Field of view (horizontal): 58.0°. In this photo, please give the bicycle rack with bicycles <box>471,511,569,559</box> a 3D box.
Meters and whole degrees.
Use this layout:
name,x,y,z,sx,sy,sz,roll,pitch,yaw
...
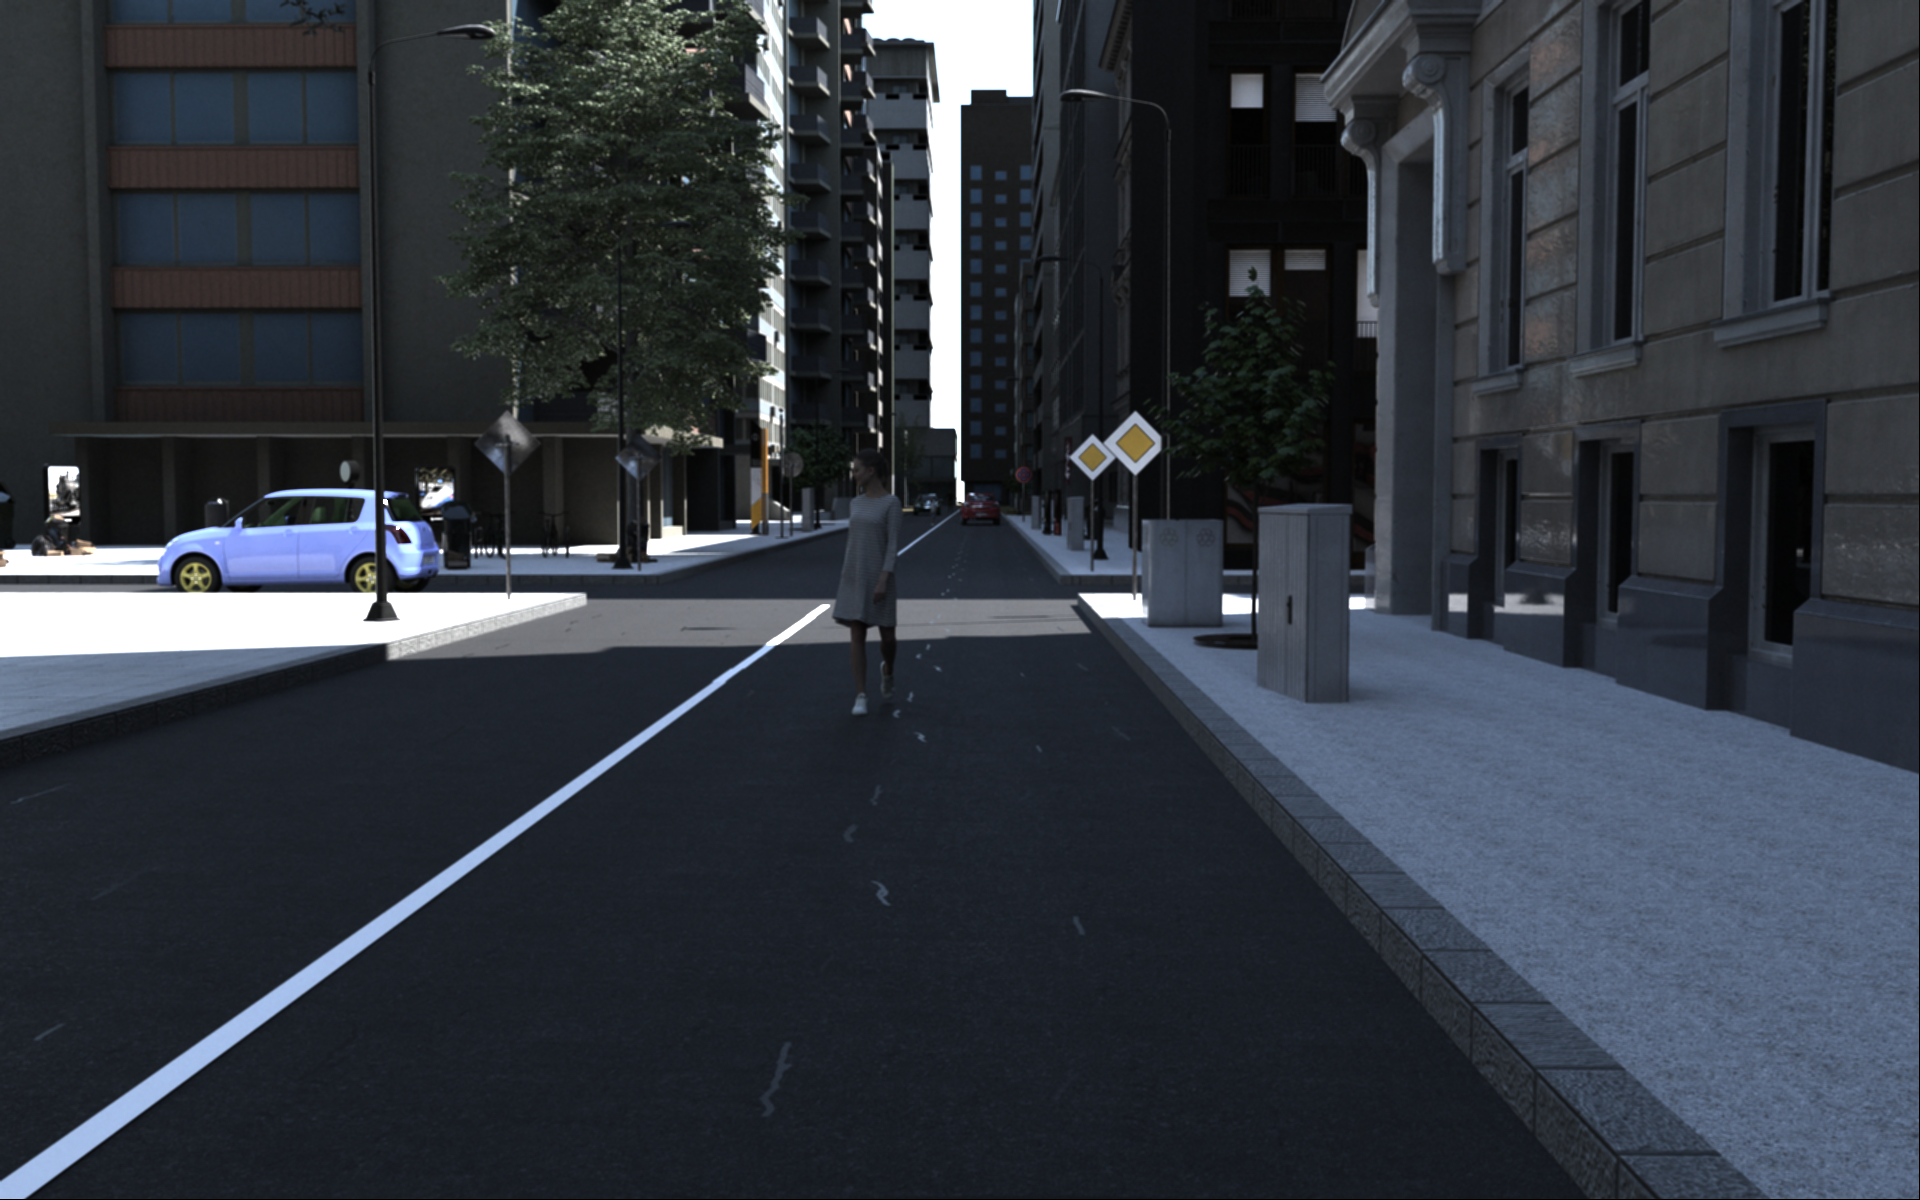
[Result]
name,x,y,z,sx,sy,sz,roll,pitch,yaw
bicycle rack with bicycles,-9.032,-1.337,35.244,2.852,0.926,2.925,-1,4,-11

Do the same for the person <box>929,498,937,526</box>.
name,x,y,z,sx,sy,sz,roll,pitch,yaw
person,-1.220,-4.003,78.628,0.352,1.250,0.332,0,4,-7

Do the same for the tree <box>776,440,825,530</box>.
name,x,y,z,sx,sy,sz,roll,pitch,yaw
tree,-5.546,-4.105,61.714,1.663,3.219,1.824,0,3,0

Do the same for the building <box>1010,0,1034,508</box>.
name,x,y,z,sx,sy,sz,roll,pitch,yaw
building,15.259,-44.585,167.219,20.563,71.187,20.611,0,4,1

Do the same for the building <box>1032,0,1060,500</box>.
name,x,y,z,sx,sy,sz,roll,pitch,yaw
building,15.939,-30.202,117.508,21.300,48.544,21.600,0,4,1

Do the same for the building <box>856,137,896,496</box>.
name,x,y,z,sx,sy,sz,roll,pitch,yaw
building,-12.612,-22.526,139.994,14.160,30.474,14.107,0,4,1

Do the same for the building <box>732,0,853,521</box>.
name,x,y,z,sx,sy,sz,roll,pitch,yaw
building,-22.034,-24.301,89.204,32.217,40.220,23.993,0,4,1

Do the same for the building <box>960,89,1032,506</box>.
name,x,y,z,sx,sy,sz,roll,pitch,yaw
building,7.195,-33.328,195.025,14.200,45.320,14.600,0,4,1

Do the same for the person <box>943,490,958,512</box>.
name,x,y,z,sx,sy,sz,roll,pitch,yaw
person,-0.754,-7.930,138.672,1.217,1.766,0.721,0,4,4

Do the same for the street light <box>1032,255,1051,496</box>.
name,x,y,z,sx,sy,sz,roll,pitch,yaw
street light,2.207,-3.750,33.850,1.470,5.913,1.316,0,4,1

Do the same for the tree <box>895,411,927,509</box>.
name,x,y,z,sx,sy,sz,roll,pitch,yaw
tree,-4.634,-12.345,152.205,4.737,8.622,4.395,0,3,0

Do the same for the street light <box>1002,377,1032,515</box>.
name,x,y,z,sx,sy,sz,roll,pitch,yaw
street light,2.519,-5.906,69.097,1.470,5.913,1.316,0,4,1

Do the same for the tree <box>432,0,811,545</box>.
name,x,y,z,sx,sy,sz,roll,pitch,yaw
tree,-6.934,-7.207,35.967,7.486,12.596,7.792,0,3,0

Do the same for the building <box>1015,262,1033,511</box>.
name,x,y,z,sx,sy,sz,roll,pitch,yaw
building,18.639,-18.255,143.504,27.650,21.520,28.899,0,4,1

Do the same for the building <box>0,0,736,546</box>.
name,x,y,z,sx,sy,sz,roll,pitch,yaw
building,-18.018,-24.466,54.646,22.147,44.769,28.867,0,4,1

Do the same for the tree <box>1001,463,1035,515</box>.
name,x,y,z,sx,sy,sz,roll,pitch,yaw
tree,3.860,-7.584,118.594,1.663,3.219,1.824,0,3,0

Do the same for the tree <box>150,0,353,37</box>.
name,x,y,z,sx,sy,sz,roll,pitch,yaw
tree,-6.872,-6.065,9.533,12.009,13.543,11.850,0,3,0

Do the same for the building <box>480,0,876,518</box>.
name,x,y,z,sx,sy,sz,roll,pitch,yaw
building,-17.266,-28.351,118.167,22.147,44.769,28.867,0,4,1

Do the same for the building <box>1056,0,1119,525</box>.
name,x,y,z,sx,sy,sz,roll,pitch,yaw
building,11.669,-17.079,72.755,14.314,27.812,24.014,0,4,1

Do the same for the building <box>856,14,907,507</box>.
name,x,y,z,sx,sy,sz,roll,pitch,yaw
building,-21.099,-52.185,165.904,31.000,86.520,22.319,0,4,1

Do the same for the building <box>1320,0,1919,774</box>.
name,x,y,z,sx,sy,sz,roll,pitch,yaw
building,10.633,-13.632,8.782,13.634,28.700,20.117,0,4,1

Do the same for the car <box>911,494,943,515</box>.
name,x,y,z,sx,sy,sz,roll,pitch,yaw
car,-2.243,-6.519,118.388,2.131,1.459,4.920,0,4,0

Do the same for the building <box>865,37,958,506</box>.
name,x,y,z,sx,sy,sz,roll,pitch,yaw
building,-14.132,-37.489,202.187,27.495,52.752,28.713,0,4,1

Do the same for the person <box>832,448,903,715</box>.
name,x,y,z,sx,sy,sz,roll,pitch,yaw
person,-0.596,-0.138,11.511,0.466,1.731,0.760,0,4,4

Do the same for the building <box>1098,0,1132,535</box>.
name,x,y,z,sx,sy,sz,roll,pitch,yaw
building,10.013,-11.425,51.429,10.561,19.102,19.286,0,4,1

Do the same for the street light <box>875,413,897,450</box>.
name,x,y,z,sx,sy,sz,roll,pitch,yaw
street light,-4.314,-7.756,99.357,1.470,5.913,1.316,0,4,1

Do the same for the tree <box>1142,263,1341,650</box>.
name,x,y,z,sx,sy,sz,roll,pitch,yaw
tree,2.375,-1.229,14.696,1.663,3.219,1.824,0,3,0

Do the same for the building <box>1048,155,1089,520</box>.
name,x,y,z,sx,sy,sz,roll,pitch,yaw
building,10.037,-15.015,94.654,9.793,20.994,18.267,0,4,1

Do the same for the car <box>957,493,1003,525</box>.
name,x,y,z,sx,sy,sz,roll,pitch,yaw
car,0.944,-4.420,81.315,2.155,1.783,4.494,0,4,-1

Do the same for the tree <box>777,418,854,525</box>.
name,x,y,z,sx,sy,sz,roll,pitch,yaw
tree,-6.016,-5.464,73.051,4.285,4.588,4.351,0,3,0

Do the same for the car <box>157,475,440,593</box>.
name,x,y,z,sx,sy,sz,roll,pitch,yaw
car,-9.228,-0.893,24.186,3.694,1.707,1.945,0,4,0

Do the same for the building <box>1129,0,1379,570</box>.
name,x,y,z,sx,sy,sz,roll,pitch,yaw
building,11.867,-12.528,34.512,15.834,23.373,12.332,0,4,1
